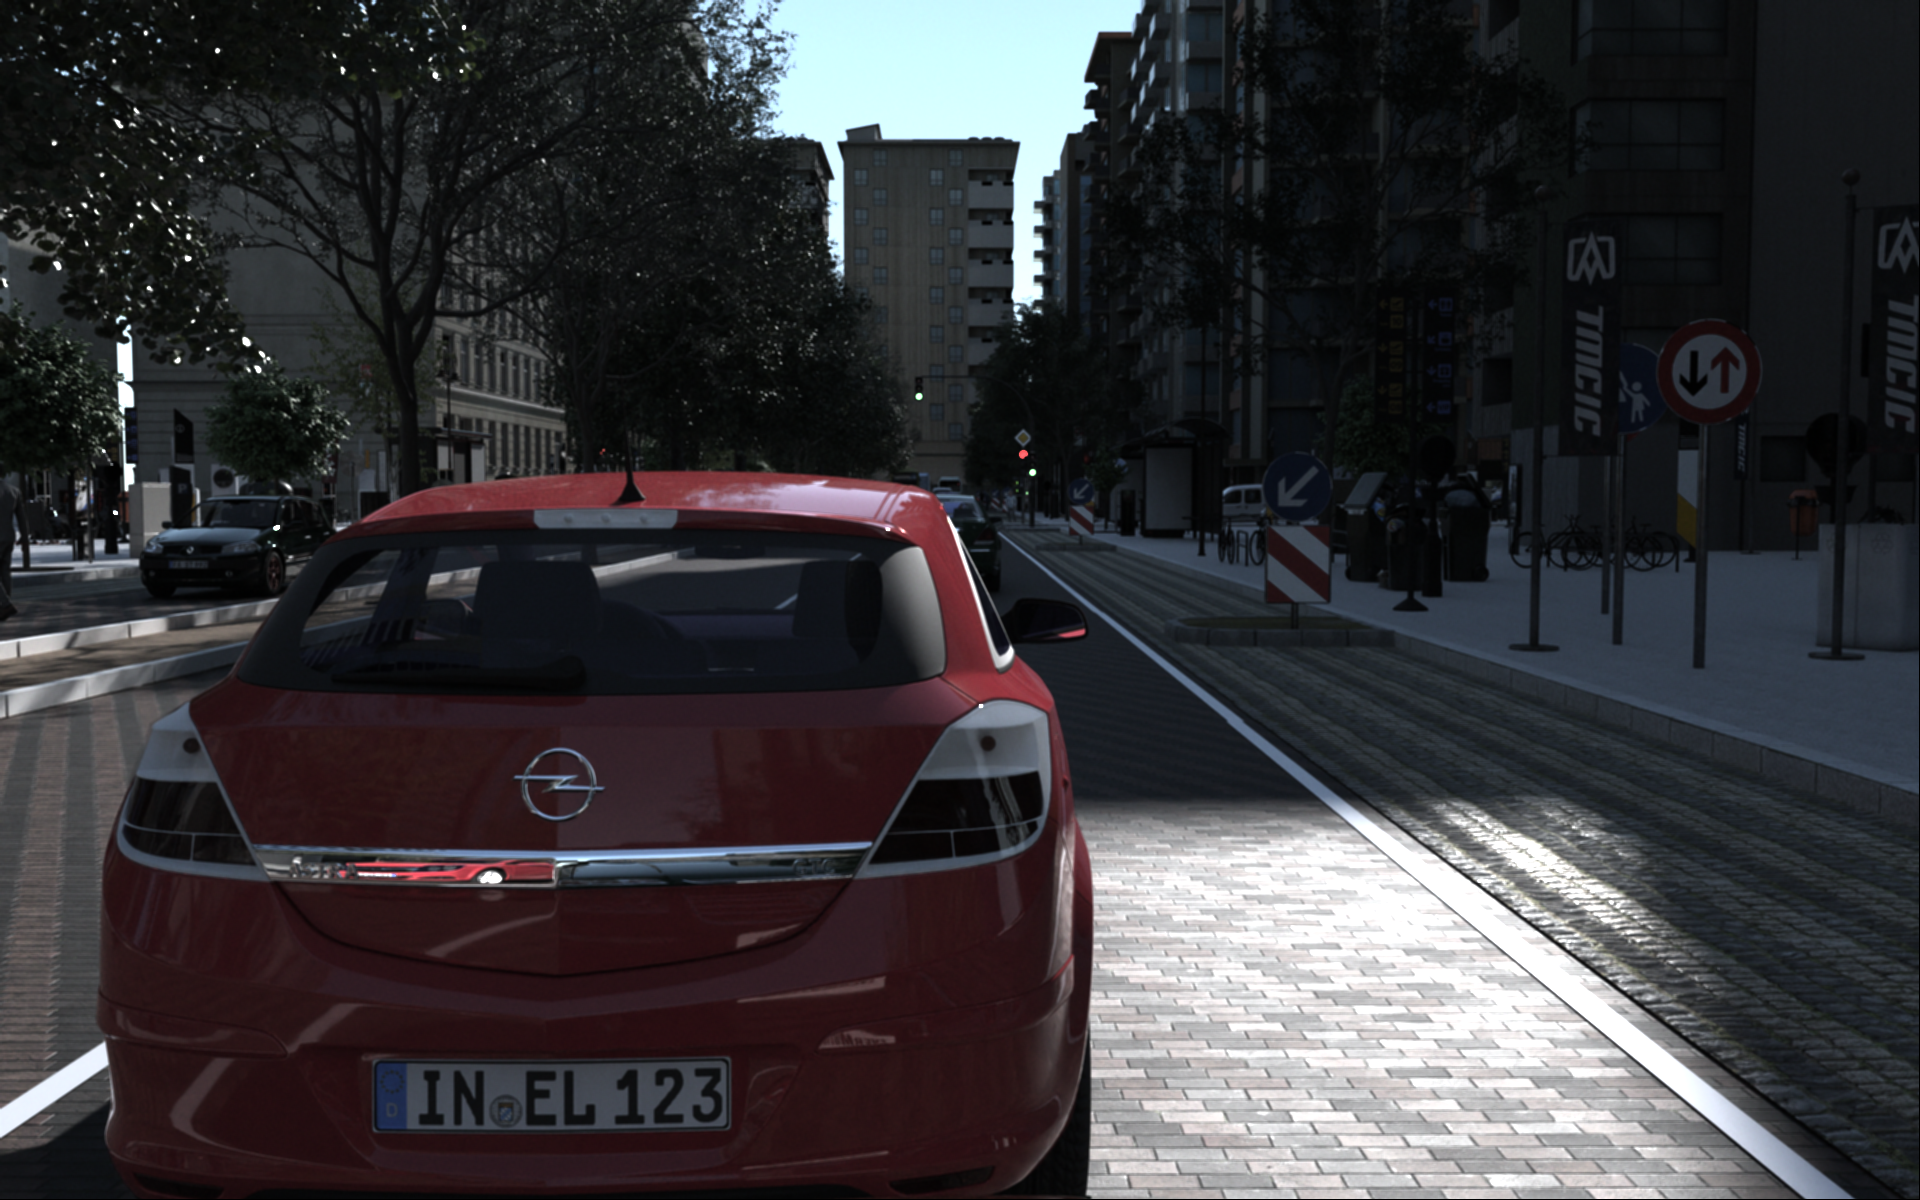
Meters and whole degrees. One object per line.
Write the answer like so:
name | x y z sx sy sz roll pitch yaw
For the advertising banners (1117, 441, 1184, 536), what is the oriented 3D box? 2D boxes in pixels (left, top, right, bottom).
advertising banners | 5.847 -3.472 52.959 2.074 3.025 0.090 0 4 -8

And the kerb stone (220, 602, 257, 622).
kerb stone | -8.299 0.151 19.736 0.120 0.150 1.000 0 4 0

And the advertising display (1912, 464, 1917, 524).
advertising display | 20.722 -1.924 36.676 0.974 1.923 0.123 1 4 14

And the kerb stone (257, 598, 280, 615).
kerb stone | -8.303 0.090 20.760 0.120 0.150 1.000 0 4 0

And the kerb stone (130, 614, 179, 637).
kerb stone | -8.289 0.276 17.682 0.120 0.150 1.000 0 4 0

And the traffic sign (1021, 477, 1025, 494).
traffic sign | 4.611 -7.622 124.729 0.768 2.556 0.104 0 4 3

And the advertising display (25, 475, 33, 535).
advertising display | -29.220 -3.003 54.319 0.123 1.923 0.974 -3 4 -37

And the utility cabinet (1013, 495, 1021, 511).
utility cabinet | 4.456 -7.427 132.600 1.020 1.237 0.306 2 4 27

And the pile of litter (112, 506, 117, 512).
pile of litter | -32.394 -3.180 65.951 1.176 0.858 1.719 3 5 44

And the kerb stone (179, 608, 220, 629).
kerb stone | -8.298 0.213 18.714 0.120 0.150 1.000 0 4 0

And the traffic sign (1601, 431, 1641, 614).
traffic sign | 6.910 -1.123 18.474 0.768 2.556 0.104 0 4 6

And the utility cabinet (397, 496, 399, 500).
utility cabinet | -40.419 -6.939 124.621 1.020 1.237 0.306 2 4 27

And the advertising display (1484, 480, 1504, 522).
advertising display | 24.823 -4.607 80.544 0.123 1.923 0.974 -3 5 -39

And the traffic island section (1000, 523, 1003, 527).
traffic island section | 2.742 -3.206 74.694 2.009 0.180 2.903 0 4 0

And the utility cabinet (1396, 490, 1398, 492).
utility cabinet | 20.008 -4.336 79.574 1.173 1.500 0.318 2 4 33

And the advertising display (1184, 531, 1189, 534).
advertising display | 7.102 -3.086 55.664 0.123 1.923 0.974 -2 4 -27

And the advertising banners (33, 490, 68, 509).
advertising banners | -32.860 -4.123 63.604 2.074 3.025 0.090 -2 4 -32

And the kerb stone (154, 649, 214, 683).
kerb stone | -6.171 0.529 13.641 0.120 0.150 1.000 0 4 0

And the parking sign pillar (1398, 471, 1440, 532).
parking sign pillar | 15.575 -4.304 58.846 1.447 3.967 1.447 2 4 27

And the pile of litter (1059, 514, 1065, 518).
pile of litter | 6.022 -4.897 94.033 1.176 0.858 1.719 -2 4 -26

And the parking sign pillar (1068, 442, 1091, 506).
parking sign pillar | 6.043 -6.050 87.397 1.447 3.967 1.447 -1 4 -10

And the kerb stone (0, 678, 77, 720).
kerb stone | -6.155 0.649 11.586 0.120 0.150 1.000 0 4 0

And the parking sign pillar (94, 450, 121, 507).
parking sign pillar | -42.754 -6.008 86.707 1.447 3.967 1.447 2 4 28

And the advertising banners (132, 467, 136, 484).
advertising banners | -53.209 -7.130 112.759 0.090 3.025 2.074 1 4 10

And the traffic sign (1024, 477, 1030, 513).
traffic sign | 4.727 -7.350 120.279 0.768 2.556 0.104 0 3 0

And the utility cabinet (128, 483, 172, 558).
utility cabinet | -16.299 -1.601 34.862 0.318 1.500 1.173 0 4 2

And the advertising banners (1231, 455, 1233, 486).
advertising banners | 12.231 -4.977 77.562 0.090 3.025 2.074 1 4 13

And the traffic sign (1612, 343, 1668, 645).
traffic sign | 5.609 -0.893 14.701 0.768 2.556 0.104 1 4 9

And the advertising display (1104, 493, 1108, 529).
advertising display | 5.362 -3.564 63.482 0.123 1.923 0.974 0 4 4

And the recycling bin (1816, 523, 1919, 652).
recycling bin | 7.702 -0.120 14.508 0.722 1.027 0.722 -3 4 -36

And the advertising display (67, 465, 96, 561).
advertising display | -17.101 -1.745 33.747 0.123 1.923 0.974 0 4 -5

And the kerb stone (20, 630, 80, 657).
kerb stone | -8.278 0.401 15.635 0.120 0.150 1.000 0 4 0

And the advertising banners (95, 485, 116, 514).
advertising banners | -27.766 -3.647 55.809 0.090 3.025 2.074 0 4 8

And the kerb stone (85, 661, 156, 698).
kerb stone | -6.165 0.586 12.616 0.120 0.150 1.000 0 4 0

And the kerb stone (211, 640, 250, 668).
kerb stone | -6.187 0.465 14.669 0.120 0.150 1.000 0 4 0

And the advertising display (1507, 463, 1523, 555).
advertising display | 11.759 -1.927 36.719 0.123 1.923 0.974 0 4 7

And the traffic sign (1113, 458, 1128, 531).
traffic sign | 5.480 -3.704 60.673 0.768 2.556 0.104 0 4 5

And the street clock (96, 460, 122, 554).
street clock | -18.198 -1.989 37.087 0.358 2.002 0.471 1 4 22

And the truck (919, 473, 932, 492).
truck | -5.202 -13.709 213.898 2.967 4.110 18.799 0 4 1

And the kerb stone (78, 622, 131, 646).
kerb stone | -8.294 0.339 16.660 0.120 0.150 1.000 0 4 0

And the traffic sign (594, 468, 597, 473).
traffic sign | -16.360 -4.715 77.089 0.884 2.594 0.081 0 4 0

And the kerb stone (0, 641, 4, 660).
kerb stone | -8.282 0.464 14.613 0.120 0.150 1.000 0 4 0

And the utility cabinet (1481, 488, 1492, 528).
utility cabinet | 19.117 -3.393 64.159 1.173 1.500 0.318 -1 4 -22

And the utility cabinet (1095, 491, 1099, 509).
utility cabinet | 9.339 -6.984 122.872 1.173 1.500 0.318 -1 4 -14

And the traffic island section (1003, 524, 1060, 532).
traffic island section | 2.786 -2.717 66.709 2.009 0.180 2.903 0 4 0

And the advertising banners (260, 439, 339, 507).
advertising banners | -16.644 -2.911 43.776 2.074 3.025 0.090 0 4 1
